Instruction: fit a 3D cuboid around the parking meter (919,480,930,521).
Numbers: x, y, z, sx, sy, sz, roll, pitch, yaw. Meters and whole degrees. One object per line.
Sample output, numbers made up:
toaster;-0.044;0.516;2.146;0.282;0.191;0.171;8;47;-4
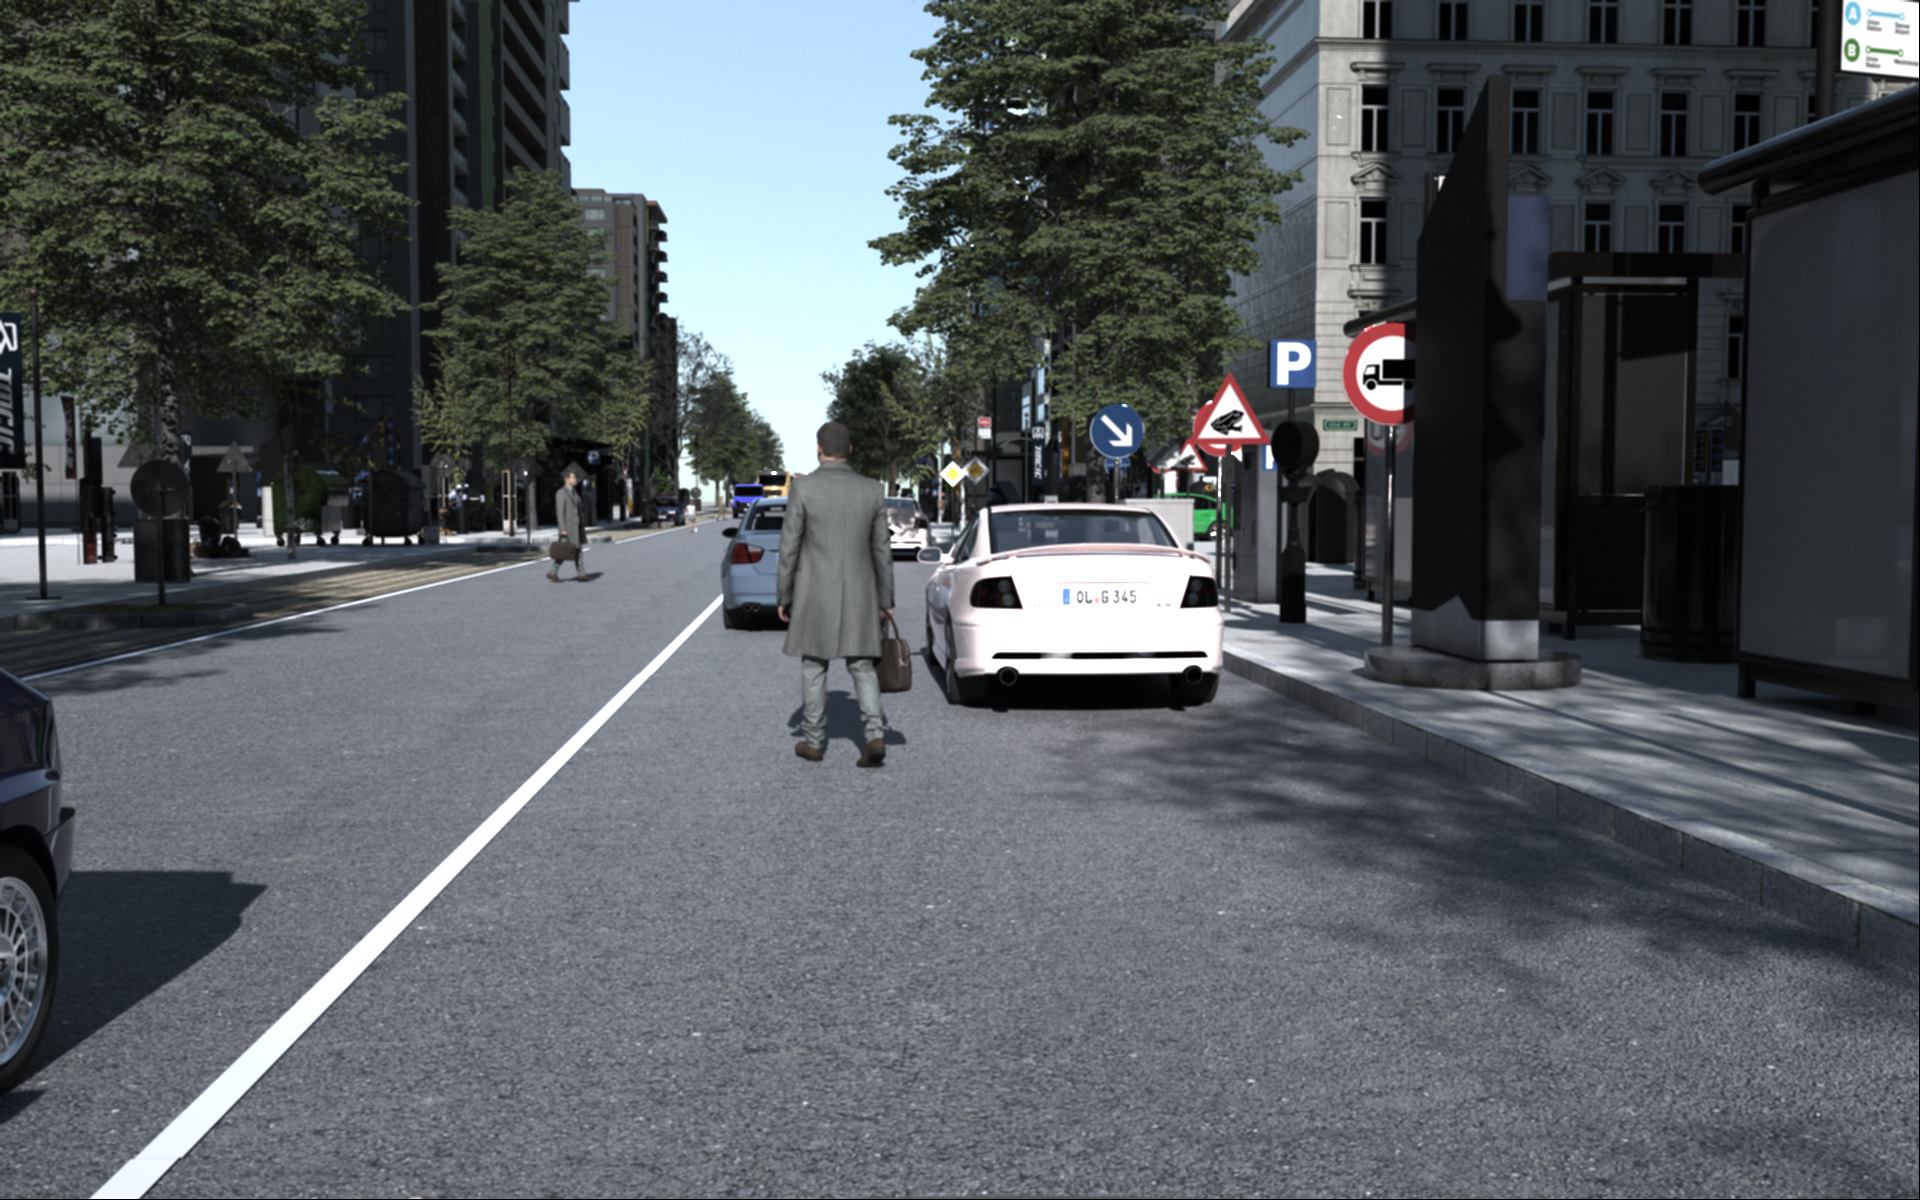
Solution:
parking meter;-1.407;-3.905;69.559;0.399;1.863;0.255;-3;5;-41

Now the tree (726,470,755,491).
tree;-25.739;-13.445;203.539;4.285;4.588;4.351;0;3;0

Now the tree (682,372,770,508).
tree;-22.081;-14.702;158.511;7.486;12.596;7.792;0;3;0

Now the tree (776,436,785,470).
tree;-31.440;-21.785;274.313;7.486;12.596;7.792;0;3;0

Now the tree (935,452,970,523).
tree;-0.546;-5.090;77.823;1.663;3.219;1.824;0;3;0

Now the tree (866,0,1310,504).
tree;2.243;-6.850;30.130;7.486;12.596;7.792;0;3;0

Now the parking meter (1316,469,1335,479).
parking meter;8.436;-2.102;40.072;0.399;1.863;0.255;3;5;42

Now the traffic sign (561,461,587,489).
traffic sign;-11.535;-2.944;51.783;0.795;2.450;0.064;0;4;-4

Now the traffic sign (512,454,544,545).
traffic sign;-10.919;-2.457;43.821;0.795;2.450;0.064;0;4;-4

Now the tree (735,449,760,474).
tree;-27.169;-16.288;216.670;4.737;8.622;4.395;0;3;0

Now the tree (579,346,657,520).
tree;-16.850;-8.298;86.041;4.737;8.622;4.395;0;3;0

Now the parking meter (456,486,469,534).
parking meter;-15.891;-2.867;55.281;0.372;1.533;0.369;0;3;0

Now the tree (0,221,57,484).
tree;-22.645;-5.468;39.768;4.360;8.622;3.978;0;3;0

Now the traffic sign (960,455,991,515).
traffic sign;0.393;-2.509;44.672;0.795;2.450;0.064;0;4;-4

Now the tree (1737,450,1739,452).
tree;17.930;-2.665;38.182;1.663;3.219;1.824;0;3;0

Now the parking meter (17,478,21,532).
parking meter;-32.134;-3.251;58.857;0.255;1.863;0.399;-1;4;-13

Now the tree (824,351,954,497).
tree;-4.294;-10.900;112.634;8.767;10.594;7.601;-2;4;-27

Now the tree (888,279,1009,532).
tree;-0.098;-6.597;58.222;4.360;8.622;3.978;0;3;0

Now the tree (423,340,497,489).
tree;-23.360;-7.959;80.491;4.737;8.622;4.395;0;3;0

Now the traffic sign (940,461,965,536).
traffic sign;-0.223;-2.996;52.634;0.795;2.450;0.064;0;4;-4

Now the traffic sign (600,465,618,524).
traffic sign;-15.283;-4.607;75.431;0.768;2.556;0.104;0;4;3

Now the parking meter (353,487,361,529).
parking meter;-22.469;-3.433;64.537;0.372;1.533;0.369;0;3;0

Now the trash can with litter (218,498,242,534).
trash can with litter;-23.444;-2.672;55.069;0.624;1.170;1.055;2;4;35

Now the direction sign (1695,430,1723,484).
direction sign;26.330;-4.218;60.963;0.876;3.537;0.379;1;4;18

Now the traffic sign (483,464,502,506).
traffic sign;-18.629;-4.213;68.988;0.768;2.556;0.104;0;4;1

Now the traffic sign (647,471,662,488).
traffic sign;-17.027;-5.900;96.461;0.884;2.594;0.081;0;4;3

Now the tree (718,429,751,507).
tree;-22.893;-13.531;171.592;4.360;8.622;3.978;0;3;0

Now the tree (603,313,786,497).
tree;-19.543;-12.717;118.293;12.009;13.543;11.850;0;3;0

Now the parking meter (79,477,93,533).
parking meter;-29.141;-3.184;57.774;0.399;1.863;0.255;1;4;22

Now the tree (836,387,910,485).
tree;-9.334;-16.074;179.819;9.611;12.733;9.660;0;3;0

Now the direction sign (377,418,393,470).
direction sign;-17.134;-3.651;51.693;0.379;3.537;0.876;1;4;10

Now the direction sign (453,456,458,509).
direction sign;-29.007;-6.588;99.703;0.379;3.537;0.876;0;4;-3

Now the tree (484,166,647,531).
tree;-14.803;-8.688;60.168;7.486;12.596;7.792;0;3;0

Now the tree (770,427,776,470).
tree;-25.697;-16.587;189.319;7.486;12.596;7.792;0;3;0

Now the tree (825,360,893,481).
tree;-7.411;-14.974;155.200;12.009;13.543;11.850;0;3;0

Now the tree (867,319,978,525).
tree;-1.056;-7.470;72.500;4.737;8.622;4.395;0;3;0

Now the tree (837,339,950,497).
tree;-5.538;-14.380;141.761;9.857;13.997;8.962;0;3;0

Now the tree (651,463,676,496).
tree;-18.222;-6.727;104.588;1.663;3.219;1.824;0;3;0

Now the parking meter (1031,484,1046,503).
parking meter;2.021;-2.228;44.831;0.372;1.533;0.369;0;3;0

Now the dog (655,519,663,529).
dog;-12.376;-3.099;70.869;0.550;0.427;0.748;2;4;26

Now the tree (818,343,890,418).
tree;-11.397;-22.114;217.449;12.611;20.169;13.585;0;3;0

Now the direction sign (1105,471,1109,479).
direction sign;8.674;-6.864;104.221;0.379;3.537;0.876;3;5;42

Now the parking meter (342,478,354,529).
parking meter;-22.312;-3.508;63.064;0.255;1.863;0.399;1;4;16

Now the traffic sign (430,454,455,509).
traffic sign;-16.320;-3.334;54.615;0.768;2.556;0.104;0;4;-1

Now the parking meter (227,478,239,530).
parking meter;-26.268;-3.480;62.606;0.399;1.863;0.255;-2;4;-27

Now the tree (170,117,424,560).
tree;-13.010;-5.082;33.447;4.737;8.622;4.395;0;3;0
